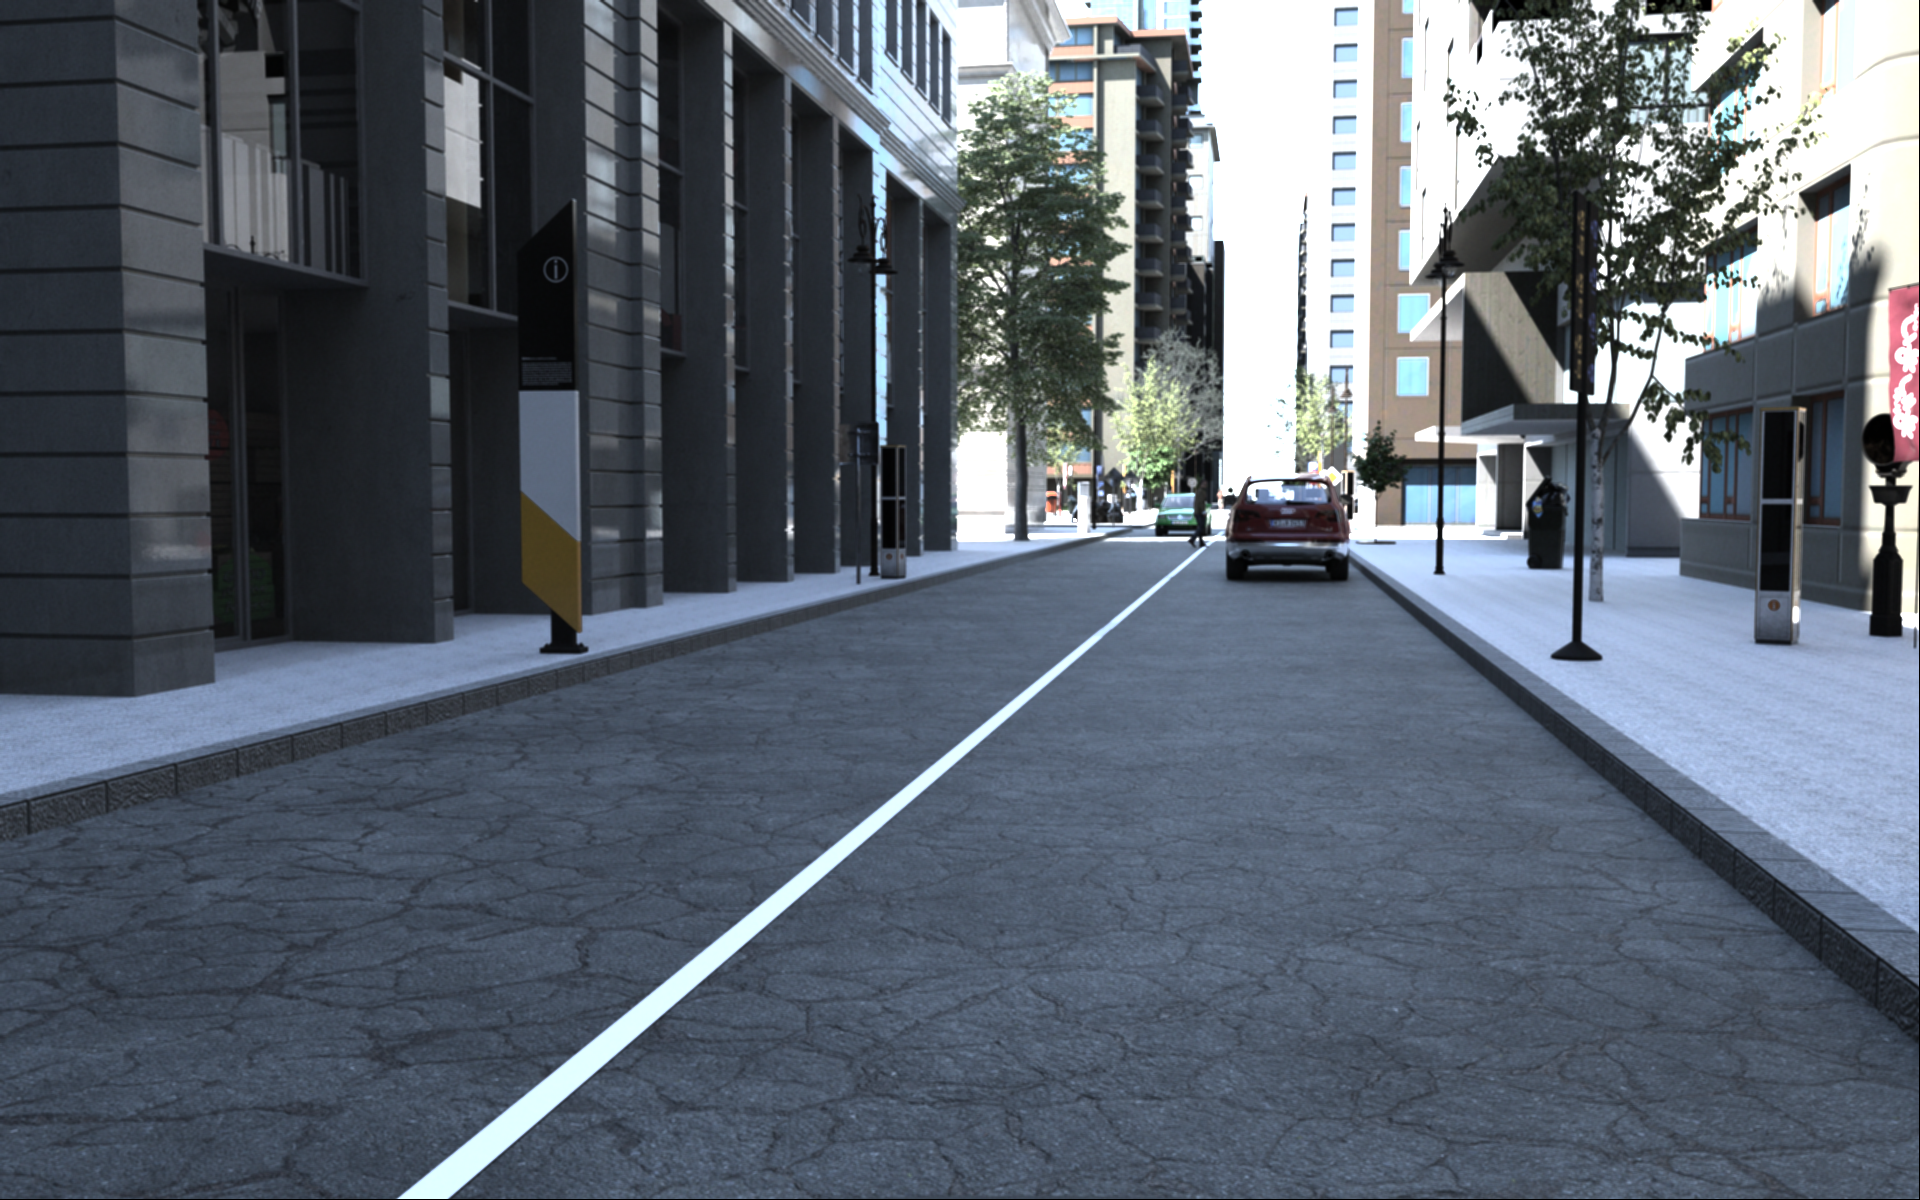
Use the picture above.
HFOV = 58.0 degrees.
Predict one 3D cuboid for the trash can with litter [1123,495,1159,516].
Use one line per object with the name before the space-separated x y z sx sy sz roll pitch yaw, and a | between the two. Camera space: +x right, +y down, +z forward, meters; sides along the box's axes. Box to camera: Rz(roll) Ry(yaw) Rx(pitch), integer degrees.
trash can with litter | 10.439 -5.677 103.883 2.233 1.210 1.678 -3 4 -37

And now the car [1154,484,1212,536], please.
car | 7.793 -3.147 60.253 1.959 1.807 4.718 1 4 11

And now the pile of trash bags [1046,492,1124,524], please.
pile of trash bags | 5.326 -4.004 75.221 3.447 1.369 1.912 -1 4 -10

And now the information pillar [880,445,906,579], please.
information pillar | -1.014 -1.332 26.273 0.304 2.012 0.304 1 4 23

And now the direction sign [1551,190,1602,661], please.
direction sign | 4.805 -1.309 13.392 0.379 3.537 0.876 2 4 30

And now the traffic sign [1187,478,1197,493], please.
traffic sign | 17.975 -8.195 134.088 0.768 2.556 0.104 1 4 11

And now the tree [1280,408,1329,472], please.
tree | 27.787 -11.507 138.497 4.360 8.622 3.978 0 3 0

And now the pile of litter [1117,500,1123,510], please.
pile of litter | 13.276 -7.862 142.502 1.719 0.858 1.176 -2 4 -29

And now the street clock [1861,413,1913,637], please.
street clock | 8.376 -0.675 15.609 0.358 2.002 0.471 -1 4 -20

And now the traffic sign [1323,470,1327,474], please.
traffic sign | 15.040 -4.147 71.448 0.795 2.450 0.064 1 4 10

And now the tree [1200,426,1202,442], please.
tree | 13.187 -9.765 110.024 4.737 8.622 4.395 0 3 0

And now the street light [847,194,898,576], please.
street light | -1.345 -3.318 27.031 0.468 5.910 1.993 1 4 10

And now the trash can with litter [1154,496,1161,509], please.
trash can with litter | 16.696 -8.135 144.394 1.055 1.170 0.624 0 4 6

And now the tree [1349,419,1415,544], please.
tree | 10.895 -3.067 44.740 1.663 3.219 1.824 0 3 0

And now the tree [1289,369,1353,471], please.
tree | 21.084 -9.250 101.592 4.737 8.622 4.395 0 3 0

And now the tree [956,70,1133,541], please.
tree | 1.349 -7.892 47.168 7.486 12.596 7.792 0 3 0

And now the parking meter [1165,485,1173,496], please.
parking meter | 12.550 -6.015 104.053 0.399 1.863 0.255 -3 4 -36

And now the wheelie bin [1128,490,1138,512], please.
wheelie bin | 12.243 -7.085 123.751 0.693 1.594 0.980 -2 4 -34

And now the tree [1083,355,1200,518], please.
tree | 9.736 -8.693 92.501 4.737 8.622 4.395 0 3 0

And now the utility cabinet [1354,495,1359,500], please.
utility cabinet | 28.270 -6.901 123.995 0.306 1.237 1.020 -1 4 -16

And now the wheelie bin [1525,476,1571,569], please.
wheelie bin | 10.135 -1.343 29.860 0.693 1.594 0.980 2 4 24

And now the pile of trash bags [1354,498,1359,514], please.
pile of trash bags | 25.367 -6.244 111.838 1.912 1.369 3.447 -1 4 -20

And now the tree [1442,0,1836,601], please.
tree | 7.614 -4.277 20.288 4.737 8.622 4.395 0 3 0

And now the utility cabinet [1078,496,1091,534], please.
utility cabinet | 4.024 -2.736 55.896 0.306 1.237 1.020 1 4 12

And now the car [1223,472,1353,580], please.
car | 5.761 -1.334 30.481 2.281 1.827 5.304 1 4 11

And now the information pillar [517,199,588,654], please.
information pillar | -3.284 -1.380 13.911 0.504 3.616 0.183 0 4 8

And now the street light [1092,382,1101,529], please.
street light | 4.906 -5.527 63.159 0.468 5.910 1.993 1 4 10

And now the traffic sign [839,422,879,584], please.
traffic sign | -1.443 -1.375 24.611 0.606 2.300 0.079 1 4 18

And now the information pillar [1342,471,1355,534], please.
information pillar | 12.431 -3.120 55.502 0.304 2.012 0.304 -1 4 -15

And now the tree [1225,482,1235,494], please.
tree | 44.481 -17.755 284.893 1.663 3.219 1.824 0 3 0

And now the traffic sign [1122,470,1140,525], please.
traffic sign | 7.173 -4.234 72.865 0.795 2.450 0.064 1 4 10

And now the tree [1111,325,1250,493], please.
tree | 15.893 -13.206 126.290 12.009 13.543 11.850 0 3 0

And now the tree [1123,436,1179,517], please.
tree | 10.781 -7.004 98.229 4.285 4.588 4.351 0 3 0

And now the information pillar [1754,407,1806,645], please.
information pillar | 7.016 -0.632 14.817 0.304 2.012 0.304 3 4 36

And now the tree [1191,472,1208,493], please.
tree | 21.458 -9.834 155.385 1.663 3.219 1.824 0 3 0

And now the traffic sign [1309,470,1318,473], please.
traffic sign | 18.900 -5.655 92.557 0.768 2.556 0.104 1 4 11

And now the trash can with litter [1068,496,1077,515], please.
trash can with litter | 7.086 -5.824 106.609 0.624 1.170 1.055 -2 4 -33

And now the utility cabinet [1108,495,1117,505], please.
utility cabinet | 11.979 -7.643 136.130 0.306 1.237 1.020 2 4 34

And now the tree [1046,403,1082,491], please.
tree | 7.990 -11.526 138.819 4.737 8.622 4.395 0 3 0

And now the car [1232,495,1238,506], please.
car | 31.381 -11.102 193.881 2.083 1.381 4.827 1 4 9

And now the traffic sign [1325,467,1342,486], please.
traffic sign | 13.639 -3.666 63.586 0.795 2.450 0.064 1 4 10

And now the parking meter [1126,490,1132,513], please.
parking meter | 11.348 -6.603 116.364 0.372 1.533 0.369 0 3 0

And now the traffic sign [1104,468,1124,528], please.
traffic sign | 5.772 -3.753 65.003 0.795 2.450 0.064 1 4 10

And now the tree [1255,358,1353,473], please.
tree | 23.758 -11.290 119.006 7.601 10.594 8.767 1 4 14
